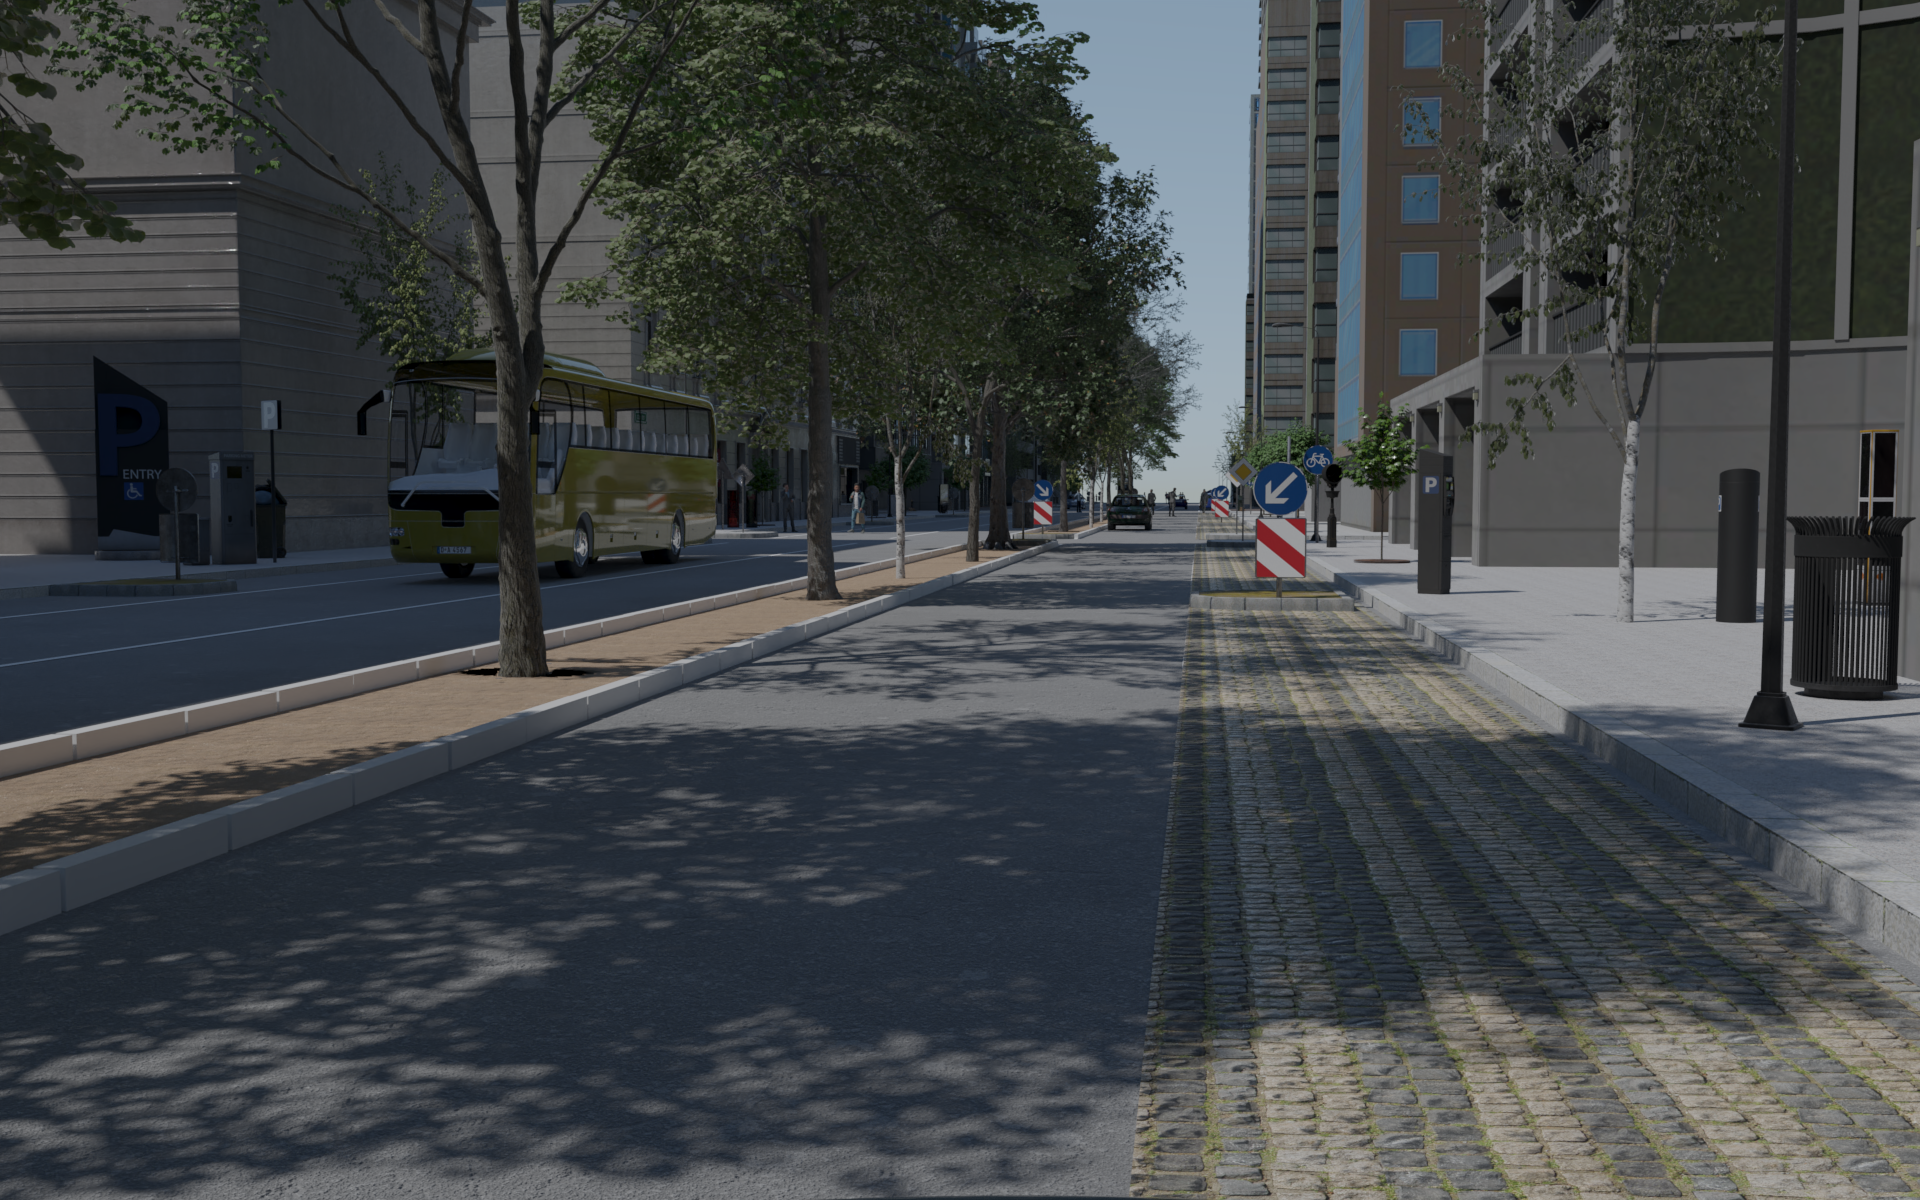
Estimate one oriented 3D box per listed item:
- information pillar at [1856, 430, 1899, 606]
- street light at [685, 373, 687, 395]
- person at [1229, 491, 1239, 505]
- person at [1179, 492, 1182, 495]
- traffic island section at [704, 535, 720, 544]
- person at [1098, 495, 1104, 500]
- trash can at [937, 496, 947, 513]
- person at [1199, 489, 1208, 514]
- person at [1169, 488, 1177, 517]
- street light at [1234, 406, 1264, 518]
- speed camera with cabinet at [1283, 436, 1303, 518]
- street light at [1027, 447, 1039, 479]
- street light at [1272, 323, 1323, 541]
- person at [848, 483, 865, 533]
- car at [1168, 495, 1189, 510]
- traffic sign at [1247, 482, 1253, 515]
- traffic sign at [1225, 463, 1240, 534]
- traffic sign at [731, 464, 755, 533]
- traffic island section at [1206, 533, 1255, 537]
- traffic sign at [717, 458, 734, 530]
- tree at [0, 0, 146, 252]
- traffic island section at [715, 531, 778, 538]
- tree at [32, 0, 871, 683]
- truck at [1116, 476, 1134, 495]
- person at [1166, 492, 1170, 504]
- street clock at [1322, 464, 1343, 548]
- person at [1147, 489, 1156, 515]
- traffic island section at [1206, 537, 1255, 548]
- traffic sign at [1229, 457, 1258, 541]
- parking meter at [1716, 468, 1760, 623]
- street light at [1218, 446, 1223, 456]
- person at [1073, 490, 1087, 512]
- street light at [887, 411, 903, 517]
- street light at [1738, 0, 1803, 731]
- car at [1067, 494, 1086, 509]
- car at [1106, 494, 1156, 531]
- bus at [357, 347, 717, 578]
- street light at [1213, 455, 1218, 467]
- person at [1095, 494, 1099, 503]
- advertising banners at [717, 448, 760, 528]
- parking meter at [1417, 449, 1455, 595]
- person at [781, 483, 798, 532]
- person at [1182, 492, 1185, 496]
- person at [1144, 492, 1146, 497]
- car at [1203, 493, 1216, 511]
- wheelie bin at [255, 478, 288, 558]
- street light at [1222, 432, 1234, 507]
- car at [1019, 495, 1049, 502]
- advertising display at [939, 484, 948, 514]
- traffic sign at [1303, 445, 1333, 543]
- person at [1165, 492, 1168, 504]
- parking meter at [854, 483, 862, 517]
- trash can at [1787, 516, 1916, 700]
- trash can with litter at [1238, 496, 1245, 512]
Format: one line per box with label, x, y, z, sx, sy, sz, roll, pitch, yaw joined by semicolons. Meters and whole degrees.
information pillar;10.551;-0.944;19.932;0.304;2.012;0.304;0;4;3
street light;-8.595;-5.207;57.679;1.470;5.913;1.316;0;4;8
person;33.133;-12.239;208.612;1.348;1.823;0.705;1;4;11
person;30.739;-14.223;241.767;1.217;1.735;0.721;-1;4;-12
traffic island section;-8.324;-1.674;49.645;2.009;0.180;2.903;0;4;8
person;16.420;-11.784;201.150;0.705;1.826;1.348;2;4;25
trash can;-1.229;-6.568;119.035;0.748;1.137;0.748;0;3;0
person;17.803;-7.217;126.596;0.694;1.812;0.767;2;4;25
person;13.606;-6.255;110.581;0.447;1.846;0.655;-3;4;-38
street light;15.382;-7.275;91.479;1.470;5.913;1.316;0;4;8
speed camera with cabinet;11.241;-3.935;58.671;0.660;3.252;2.038;1;4;18
street light;7.202;-12.190;171.848;1.470;5.913;1.316;0;4;8
street light;9.165;-4.560;47.098;1.470;5.913;1.316;0;4;8
person;-3.681;-3.316;62.709;0.794;1.824;0.713;3;5;41
car;20.378;-9.118;161.658;1.945;1.354;3.894;0;4;8
traffic sign;18.217;-6.626;108.444;0.768;2.556;0.104;1;4;17
traffic sign;8.835;-3.157;55.254;0.795;2.450;0.064;0;4;8
traffic sign;-7.204;-3.293;57.489;0.795;2.450;0.064;0;4;8
traffic island section;8.859;-2.021;55.328;2.009;0.180;2.903;0;4;8
traffic sign;-8.535;-3.808;62.266;0.884;2.594;0.081;1;4;16
tree;-4.497;-5.141;4.644;7.486;12.596;7.792;0;3;0
traffic island section;-7.228;-2.157;57.554;2.009;0.180;2.903;0;4;8
tree;-3.525;-5.211;13.412;9.928;11.665;9.643;0;3;0
truck;26.326;-17.564;276.089;2.839;4.237;11.283;0;4;6
person;28.840;-14.022;238.470;1.217;1.736;0.721;-3;5;-41
street clock;8.905;-2.255;41.441;0.471;2.002;0.358;-1;4;-13
person;12.988;-6.668;117.918;0.661;1.777;0.834;-1;4;-23
traffic island section;7.763;-1.537;47.418;2.009;0.180;2.903;0;4;8
traffic sign;7.739;-2.673;47.344;0.795;2.450;0.064;0;4;8
parking meter;7.781;-0.545;17.325;0.372;1.533;0.369;0;3;0
street light;25.947;-11.917;167.390;1.470;5.913;1.316;0;4;8
person;9.360;-7.800;136.015;1.348;1.826;0.705;-2;4;-35
street light;-3.357;-7.542;95.846;1.470;5.913;1.316;0;4;8
street light;3.937;-2.258;9.454;1.470;5.913;1.316;0;4;8
car;10.937;-9.279;163.710;2.014;1.417;4.499;0;4;8
car;6.821;-3.644;69.368;2.009;1.686;4.222;0;4;7
bus;-7.297;-2.522;32.781;2.896;3.916;12.252;0;4;6
street light;31.060;-14.221;205.050;1.470;5.913;1.316;0;4;8
person;20.125;-14.875;254.924;0.991;1.433;0.599;-3;4;-36
advertising banners;-8.628;-4.272;66.036;2.074;3.025;0.090;1;4;15
parking meter;6.101;-1.008;22.197;0.399;1.863;0.255;3;5;43
person;-6.427;-3.479;65.184;0.655;1.846;0.447;-1;4;-23
person;32.717;-15.032;255.096;0.721;1.723;1.217;-3;5;-44
person;28.677;-15.839;268.193;0.721;1.735;1.217;0;4;-7
car;22.039;-8.641;150.866;1.945;1.707;3.694;1;4;8
wheelie bin;-13.859;-1.642;34.749;0.693;1.594;0.980;-2;4;-23
street light;20.529;-9.578;129.135;1.470;5.913;1.316;0;4;8
car;5.173;-6.531;119.148;2.083;1.381;4.827;0;4;8
advertising display;-1.077;-6.650;113.934;0.123;1.923;0.974;2;4;31
traffic sign;9.365;-2.767;45.346;0.768;2.556;0.104;1;4;15
person;29.393;-14.489;245.839;0.683;1.767;0.568;0;4;6
parking meter;-5.187;-5.045;88.205;0.399;1.863;0.255;-1;4;-12
trash can;5.609;0.042;10.967;0.748;1.137;0.748;0;3;0
trash can with litter;20.771;-7.109;127.619;0.624;1.170;1.055;-1;4;-10
